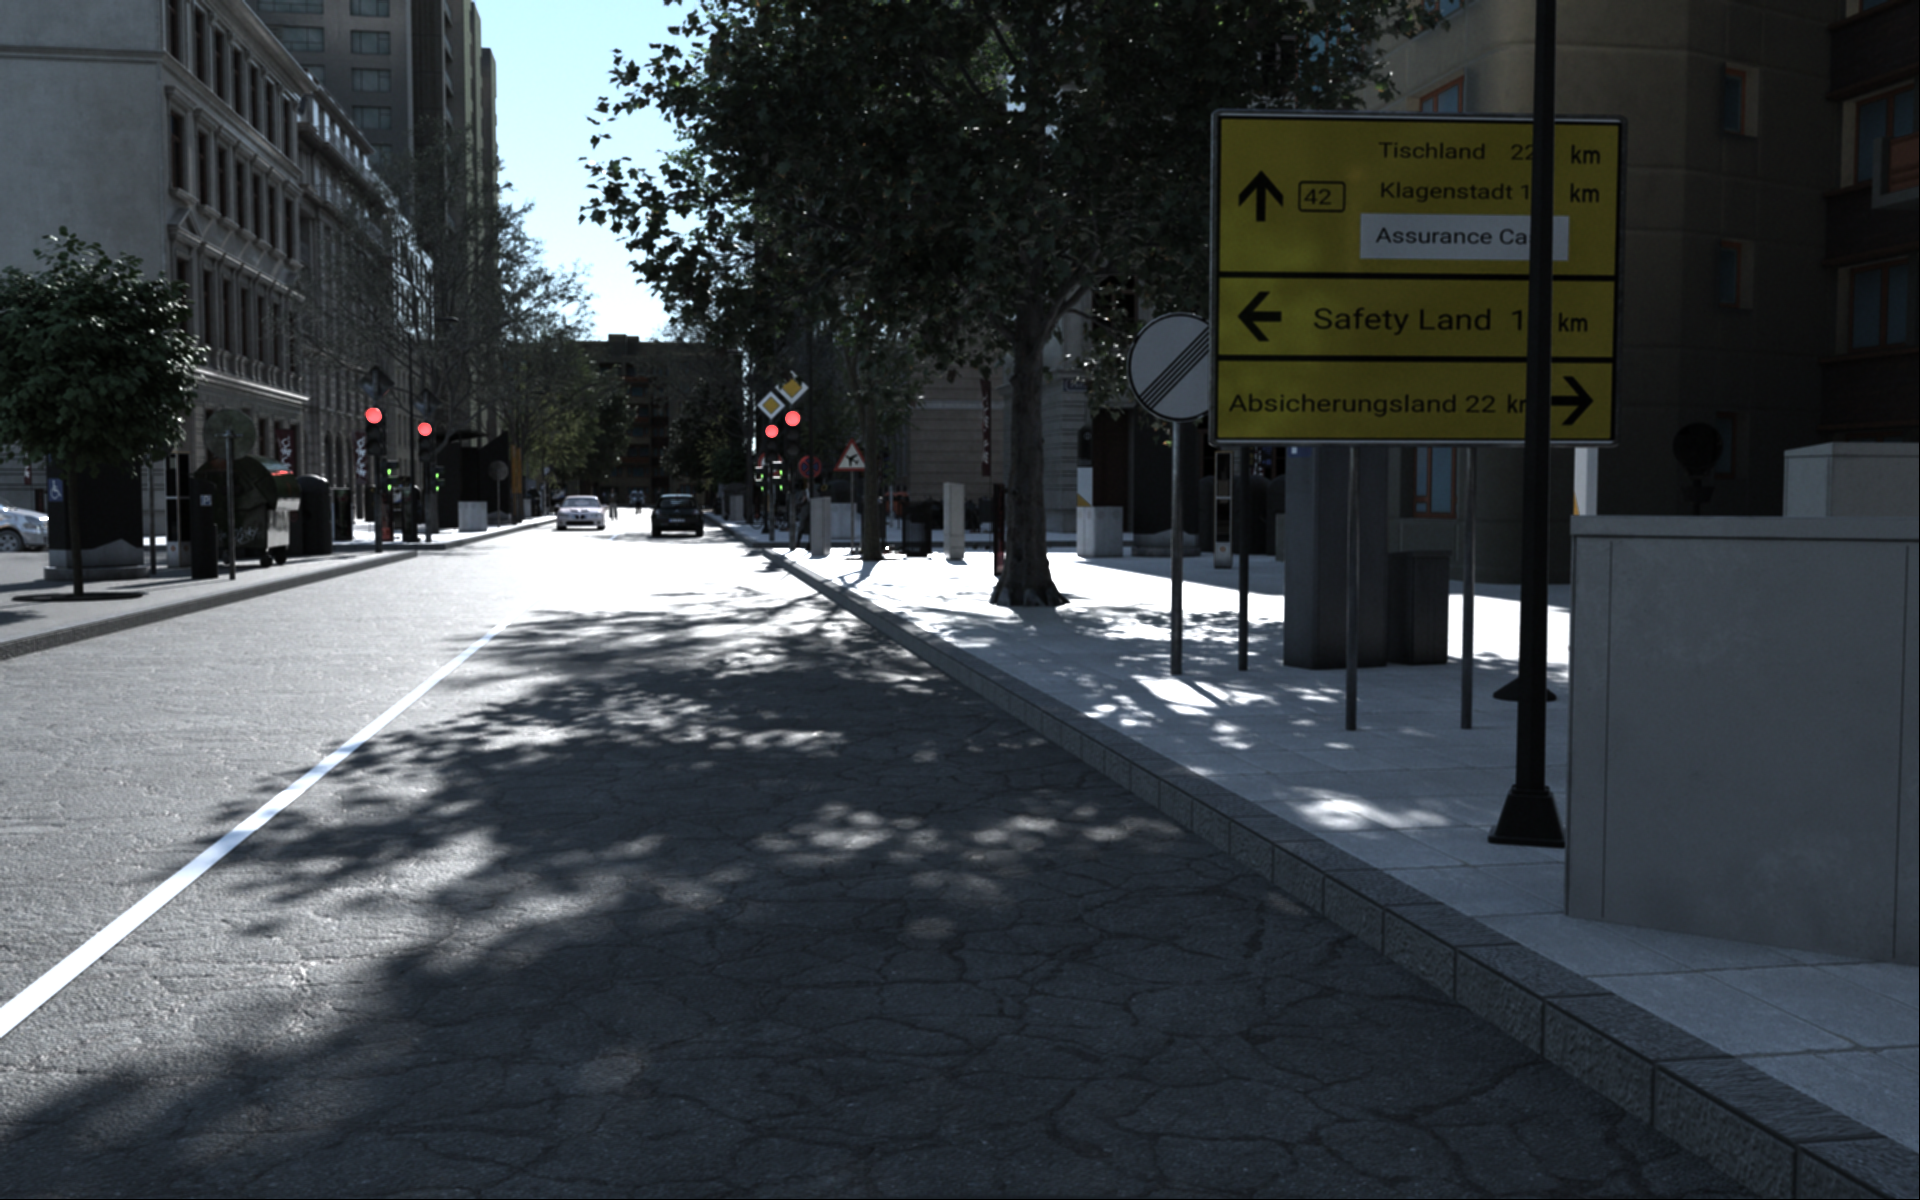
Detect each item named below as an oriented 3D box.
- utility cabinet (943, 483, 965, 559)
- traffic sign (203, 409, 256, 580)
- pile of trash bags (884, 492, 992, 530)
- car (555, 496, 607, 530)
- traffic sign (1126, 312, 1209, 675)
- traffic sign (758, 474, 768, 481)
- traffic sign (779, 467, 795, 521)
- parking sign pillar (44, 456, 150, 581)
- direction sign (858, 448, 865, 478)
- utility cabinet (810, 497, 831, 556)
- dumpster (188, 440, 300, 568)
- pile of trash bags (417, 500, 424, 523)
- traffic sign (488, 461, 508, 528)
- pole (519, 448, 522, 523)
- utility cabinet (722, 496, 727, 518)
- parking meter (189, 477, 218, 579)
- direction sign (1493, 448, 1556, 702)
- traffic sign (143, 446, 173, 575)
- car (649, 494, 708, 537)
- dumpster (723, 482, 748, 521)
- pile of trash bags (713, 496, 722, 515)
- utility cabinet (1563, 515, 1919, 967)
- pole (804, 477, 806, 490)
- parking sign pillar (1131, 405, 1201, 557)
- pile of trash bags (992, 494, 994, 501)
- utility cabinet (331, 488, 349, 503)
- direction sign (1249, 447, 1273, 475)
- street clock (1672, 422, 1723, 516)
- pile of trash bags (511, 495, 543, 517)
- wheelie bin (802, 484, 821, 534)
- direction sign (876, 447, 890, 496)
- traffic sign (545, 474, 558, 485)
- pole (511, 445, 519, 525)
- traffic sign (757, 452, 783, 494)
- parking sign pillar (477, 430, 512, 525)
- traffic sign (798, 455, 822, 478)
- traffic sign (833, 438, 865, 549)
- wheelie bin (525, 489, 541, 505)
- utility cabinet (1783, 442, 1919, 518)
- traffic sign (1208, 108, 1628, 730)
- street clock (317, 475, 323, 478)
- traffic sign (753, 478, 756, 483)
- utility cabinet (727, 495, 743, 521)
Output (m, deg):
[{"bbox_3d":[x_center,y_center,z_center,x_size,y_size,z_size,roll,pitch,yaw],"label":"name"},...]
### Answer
[{"bbox_3d":[-0.108,-1.558,34.152,0.318,1.500,1.173,0,4,-6],"label":"utility cabinet"},{"bbox_3d":[-10.902,-1.576,25.875,0.768,2.556,0.104,0,4,-7],"label":"traffic sign"},{"bbox_3d":[-0.894,-3.272,63.243,3.447,1.369,1.912,2,4,27],"label":"pile of trash bags"},{"bbox_3d":[-15.345,-3.539,70.230,2.083,1.381,4.827,-1,4,-10],"label":"car"},{"bbox_3d":[1.538,-0.742,12.240,0.768,2.556,0.104,0,4,-8],"label":"traffic sign"},{"bbox_3d":[-9.642,-5.232,85.552,0.884,2.594,0.081,0,4,-3],"label":"traffic sign"},{"bbox_3d":[-8.080,-4.939,80.853,0.768,2.556,0.104,0,4,-1],"label":"traffic sign"},{"bbox_3d":[-13.086,-2.305,26.165,1.447,3.967,1.447,2,4,28],"label":"parking sign pillar"},{"bbox_3d":[-4.617,-5.694,85.088,0.876,3.537,0.379,-3,4,-37],"label":"direction sign"},{"bbox_3d":[-2.930,-1.541,36.362,0.306,1.237,1.020,0,4,4],"label":"utility cabinet"},{"bbox_3d":[-12.708,-1.730,30.785,1.502,2.255,1.985,-1,4,-9],"label":"dumpster"},{"bbox_3d":[-23.190,-4.039,75.784,1.912,1.369,3.447,-1,4,-20],"label":"pile of trash bags"},{"bbox_3d":[-17.592,-4.029,65.985,0.768,2.556,0.104,0,4,-3],"label":"traffic sign"},{"bbox_3d":[-19.509,-5.065,76.663,0.158,3.312,0.155,0,3,0],"label":"pole"},{"bbox_3d":[-12.068,-4.878,90.913,1.020,1.237,0.306,3,4,38],"label":"utility cabinet"},{"bbox_3d":[-11.520,-1.099,26.381,0.372,1.533,0.369,0,3,0],"label":"parking meter"},{"bbox_3d":[3.543,-1.148,10.763,0.876,3.537,0.379,-1,4,-11],"label":"direction sign"},{"bbox_3d":[-12.870,-1.679,27.557,0.768,2.556,0.104,0,4,-6],"label":"traffic sign"},{"bbox_3d":[-9.668,-3.034,59.384,2.009,1.686,4.222,0,4,-8],"label":"car"},{"bbox_3d":[-10.857,-4.794,84.145,1.264,1.857,1.865,-1,4,-10],"label":"dumpster"},{"bbox_3d":[-14.407,-6.005,107.927,1.912,1.369,3.447,0,4,-7],"label":"pile of trash bags"},{"bbox_3d":[2.327,0.374,5.045,1.020,1.237,0.306,3,4,36],"label":"utility cabinet"},{"bbox_3d":[-10.751,-7.735,120.307,0.158,3.312,0.155,0,3,0],"label":"pole"},{"bbox_3d":[4.264,-2.892,35.756,1.447,3.967,1.447,1,4,19],"label":"parking sign pillar"},{"bbox_3d":[0.339,-3.872,73.065,3.447,1.369,1.912,-1,4,-22],"label":"pile of trash bags"},{"bbox_3d":[-22.950,-3.346,63.386,1.173,1.500,0.318,-2,4,-24],"label":"utility cabinet"},{"bbox_3d":[8.860,-3.643,51.562,0.876,3.537,0.379,2,4,24],"label":"direction sign"},{"bbox_3d":[7.483,-0.798,17.611,0.471,2.002,0.358,2,4,25],"label":"street clock"},{"bbox_3d":[-24.376,-5.256,95.683,1.912,1.369,3.447,0,4,5],"label":"pile of trash bags"},{"bbox_3d":[-4.649,-2.886,55.096,0.693,1.594,0.980,-3,5,-41],"label":"wheelie bin"},{"bbox_3d":[-3.816,-5.628,84.016,0.876,3.537,0.379,1,4,11],"label":"direction sign"},{"bbox_3d":[-24.628,-6.378,104.385,0.768,2.556,0.104,-1,4,-8],"label":"traffic sign"},{"bbox_3d":[-18.521,-4.773,71.889,0.158,3.312,0.155,0,3,0],"label":"pole"},{"bbox_3d":[-5.577,-3.115,51.031,0.768,2.556,0.104,0,4,0],"label":"traffic sign"},{"bbox_3d":[-19.649,-5.173,73.046,1.447,3.967,1.447,0,3,0],"label":"parking sign pillar"},{"bbox_3d":[-4.890,-3.452,56.546,0.768,2.556,0.104,0,4,-5],"label":"traffic sign"},{"bbox_3d":[-2.498,-2.453,40.114,0.884,2.594,0.081,0,4,-4],"label":"traffic sign"},{"bbox_3d":[-25.071,-5.730,101.593,0.693,1.594,0.980,1,4,22],"label":"wheelie bin"},{"bbox_3d":[4.228,0.061,7.677,1.173,1.500,0.318,-1,4,-14],"label":"utility cabinet"},{"bbox_3d":[2.451,-0.946,9.343,2.265,3.308,0.079,0,4,-4],"label":"traffic sign"},{"bbox_3d":[-24.991,-3.843,67.410,0.471,2.002,0.358,-2,4,-27],"label":"street clock"},{"bbox_3d":[-13.908,-7.012,114.744,0.768,2.556,0.104,0,4,-1],"label":"traffic sign"},{"bbox_3d":[-10.626,-4.353,82.330,0.306,1.237,1.020,1,4,15],"label":"utility cabinet"}]
